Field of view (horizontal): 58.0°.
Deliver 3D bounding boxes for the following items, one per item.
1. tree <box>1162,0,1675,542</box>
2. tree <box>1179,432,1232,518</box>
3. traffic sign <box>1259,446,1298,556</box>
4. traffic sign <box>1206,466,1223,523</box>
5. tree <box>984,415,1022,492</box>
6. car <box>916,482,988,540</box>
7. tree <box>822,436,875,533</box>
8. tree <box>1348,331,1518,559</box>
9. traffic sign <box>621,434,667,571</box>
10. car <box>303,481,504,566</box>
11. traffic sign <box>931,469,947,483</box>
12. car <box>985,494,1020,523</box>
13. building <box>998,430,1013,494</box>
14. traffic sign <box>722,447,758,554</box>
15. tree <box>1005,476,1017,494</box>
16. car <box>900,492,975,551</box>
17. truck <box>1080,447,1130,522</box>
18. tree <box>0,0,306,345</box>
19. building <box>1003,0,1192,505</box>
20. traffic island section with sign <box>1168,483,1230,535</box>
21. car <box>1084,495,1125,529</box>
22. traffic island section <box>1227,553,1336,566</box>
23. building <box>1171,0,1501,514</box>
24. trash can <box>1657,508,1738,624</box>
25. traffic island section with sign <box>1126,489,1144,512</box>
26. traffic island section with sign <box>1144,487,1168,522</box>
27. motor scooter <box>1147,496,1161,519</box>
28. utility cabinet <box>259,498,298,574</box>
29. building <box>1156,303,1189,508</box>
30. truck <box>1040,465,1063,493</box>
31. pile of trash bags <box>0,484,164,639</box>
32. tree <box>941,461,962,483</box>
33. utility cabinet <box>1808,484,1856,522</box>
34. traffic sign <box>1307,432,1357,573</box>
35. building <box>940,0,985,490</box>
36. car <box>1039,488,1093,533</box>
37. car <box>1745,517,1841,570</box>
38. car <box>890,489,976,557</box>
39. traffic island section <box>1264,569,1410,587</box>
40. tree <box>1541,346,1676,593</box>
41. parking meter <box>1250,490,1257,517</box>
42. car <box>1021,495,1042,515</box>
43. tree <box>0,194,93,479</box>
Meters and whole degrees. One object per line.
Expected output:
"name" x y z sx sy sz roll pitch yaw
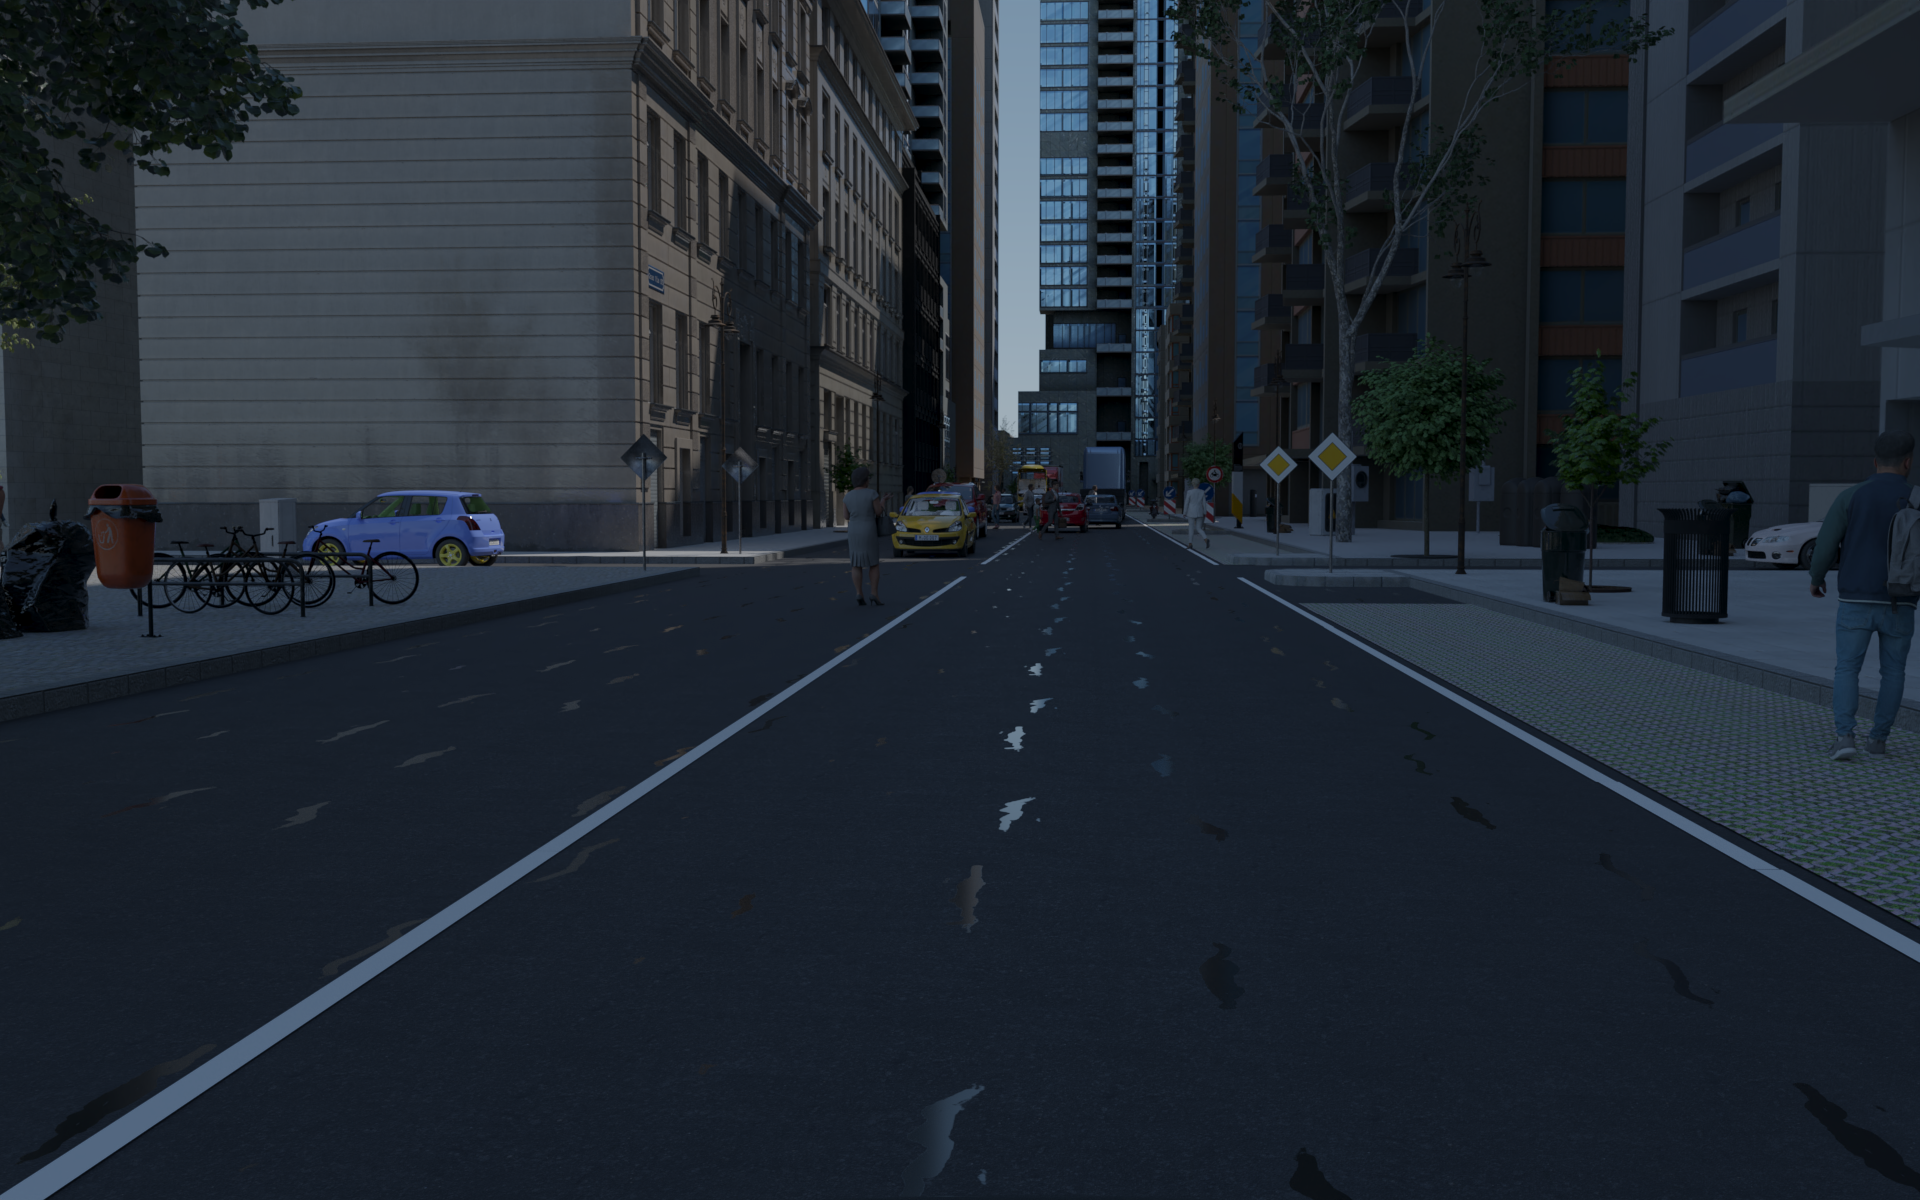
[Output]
"tree" 11.192 -11.530 44.409 12.611 20.169 13.585 0 3 0
"tree" 13.271 -6.641 92.293 4.285 4.588 4.351 0 3 0
"traffic sign" 6.621 -1.983 36.068 0.795 2.450 0.064 0 4 4
"traffic sign" 11.459 -4.764 77.993 0.768 2.556 0.104 0 4 6
"tree" 3.705 -12.976 162.523 4.360 8.622 3.978 0 3 0
"car" -0.260 -2.911 56.271 2.281 1.827 5.304 0 4 6
"tree" -3.717 -3.871 57.891 1.663 3.219 1.824 0 3 0
"tree" 9.561 -3.140 35.054 4.285 4.588 4.351 0 3 0
"traffic sign" -5.284 -1.549 28.967 0.795 2.450 0.064 0 4 4
"car" -10.676 -1.443 33.181 3.694 1.707 1.945 0 4 6
"traffic sign" -1.062 -5.311 86.944 0.768 2.556 0.104 1 4 9
"car" 2.087 -4.764 87.681 2.009 1.686 4.222 0 4 5
"building" -7.725 -37.992 210.401 27.495 52.752 28.713 0 4 4
"traffic sign" -4.690 -2.036 36.930 0.795 2.450 0.064 0 4 4
"tree" 5.922 -11.734 186.446 1.663 3.219 1.824 0 3 0
"car" -0.561 -2.163 44.951 1.945 1.707 3.694 0 4 4
"truck" 7.618 -6.333 93.304 2.967 4.110 18.799 0 4 6
"tree" -7.682 -6.300 9.658 9.857 13.997 8.962 0 3 0
"building" 21.211 -54.522 204.112 31.000 86.520 22.319 0 4 4
"traffic island section with sign" 8.557 -3.242 61.629 1.989 1.847 2.006 0 4 4
"car" 5.916 -3.715 72.744 2.014 1.417 4.499 0 4 6
"traffic island section" 6.645 -0.848 36.144 2.009 0.180 2.903 0 4 4
"building" 28.706 -29.713 140.436 22.147 44.769 28.867 0 4 4
"trash can" 7.330 -0.343 17.256 0.748 1.137 0.748 0 3 0
"traffic island section with sign" 14.254 -7.909 137.939 1.989 1.847 2.006 0 4 4
"traffic island section with sign" 10.567 -4.886 88.510 1.989 1.847 2.006 0 4 4
"motor scooter" 10.803 -5.115 96.403 0.815 1.314 1.986 0 4 6
"utility cabinet" -10.710 -0.981 27.196 0.306 1.237 1.020 -3 4 -37
"building" 33.829 -19.902 170.438 27.650 21.520 28.899 0 4 4
"truck" 8.534 -10.938 167.757 2.839 4.237 11.283 0 4 6
"pile of trash bags" -8.648 -0.371 15.822 3.447 1.369 1.912 1 4 22
"tree" -0.584 -6.547 101.639 1.663 3.219 1.824 0 3 0
"utility cabinet" 18.734 -1.724 36.871 1.173 1.500 0.318 2 4 34
"traffic sign" 6.027 -1.496 28.105 0.795 2.450 0.064 0 4 4
"building" -5.204 -30.634 150.977 14.600 45.320 14.200 0 4 4
"car" 3.937 -3.456 65.552 2.155 1.783 4.494 0 4 6
"car" 17.263 -1.222 32.346 4.827 1.381 2.083 0 4 6
"car" -0.580 -1.856 40.569 2.015 1.641 3.980 0 4 5
"traffic island section" 6.051 -0.361 28.181 2.009 0.180 2.903 0 4 4
"tree" 8.303 -1.722 22.760 1.663 3.219 1.824 0 3 0
"parking meter" 16.302 -5.374 96.276 0.372 1.533 0.369 0 3 0
"car" 5.246 -6.480 118.317 2.083 1.381 4.827 0 4 3
"tree" -16.131 -4.677 26.825 4.737 8.622 4.395 0 3 0
